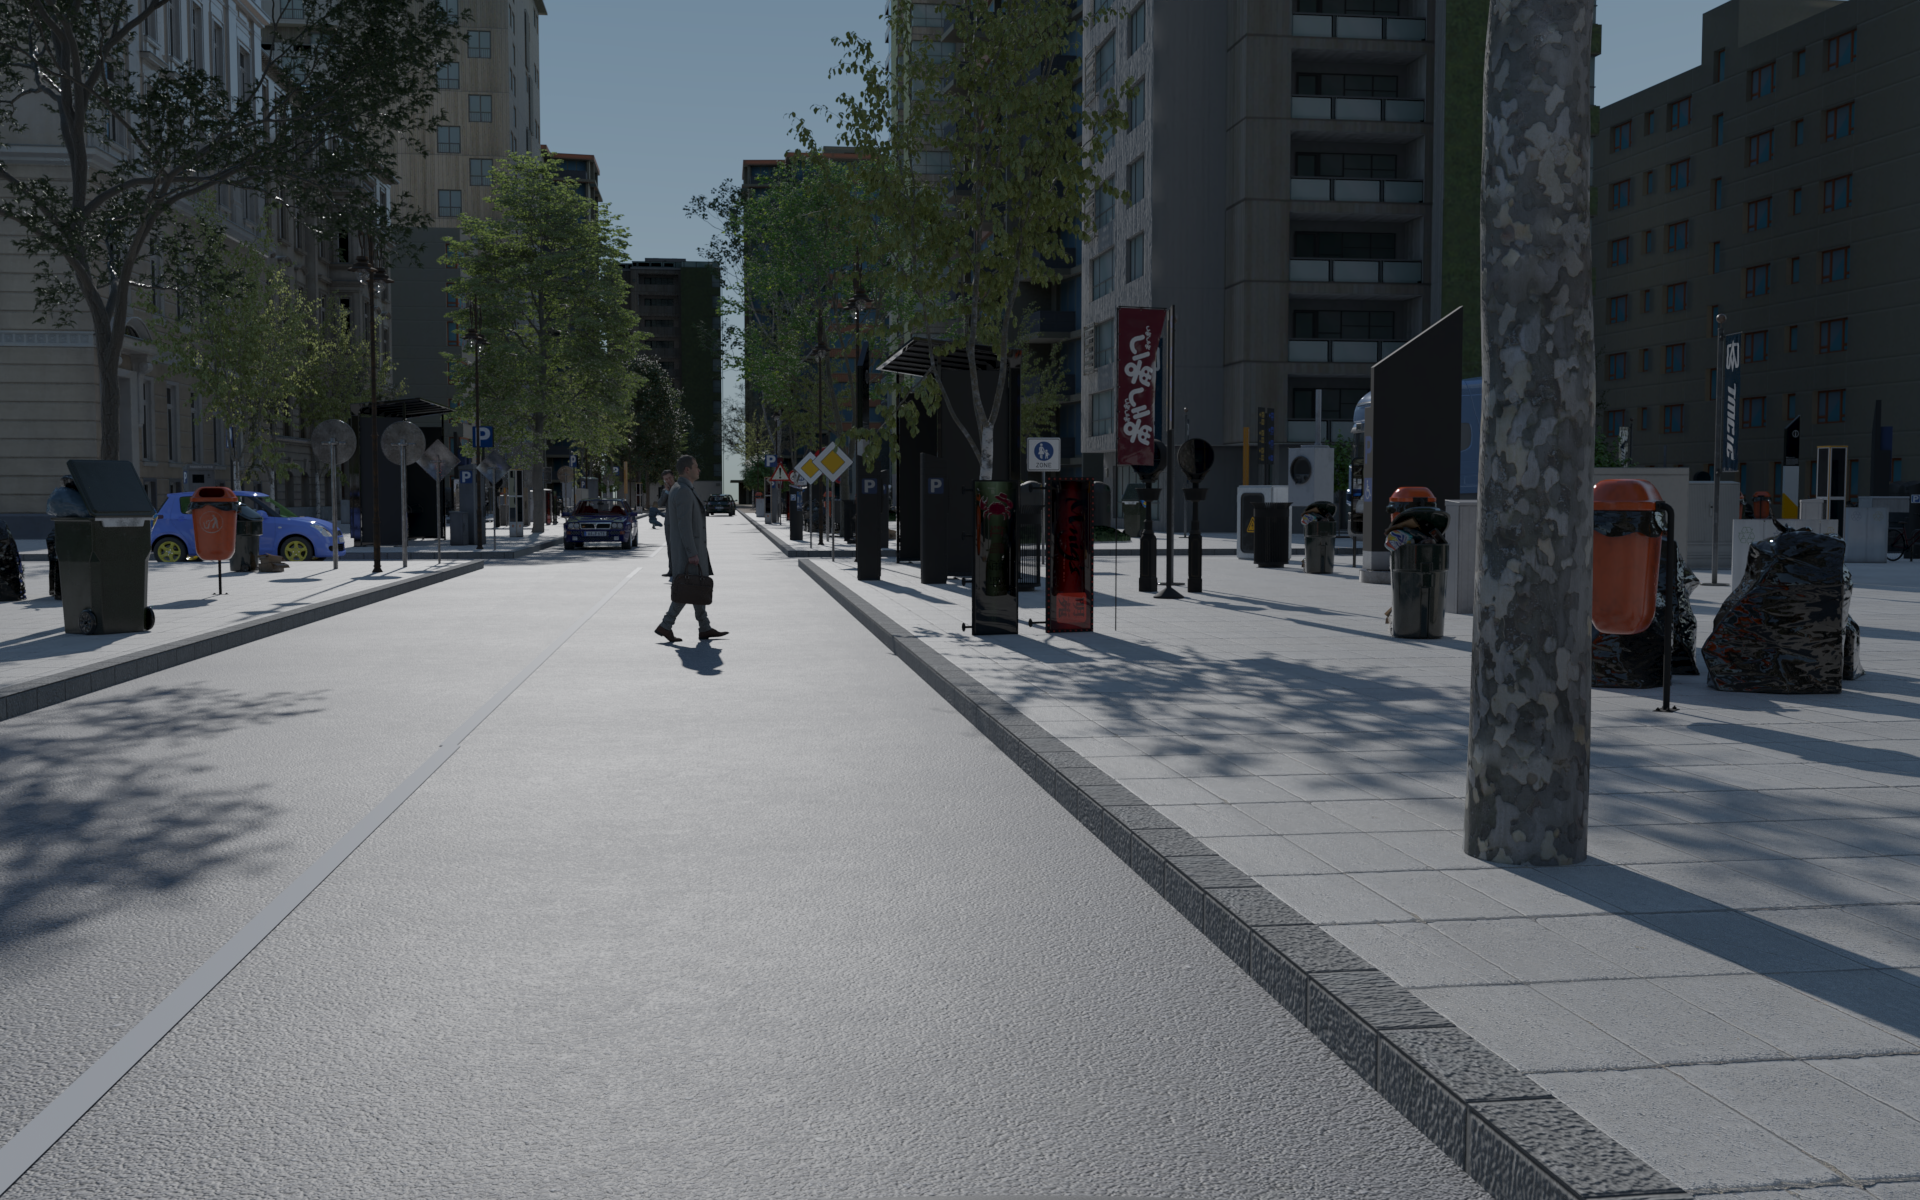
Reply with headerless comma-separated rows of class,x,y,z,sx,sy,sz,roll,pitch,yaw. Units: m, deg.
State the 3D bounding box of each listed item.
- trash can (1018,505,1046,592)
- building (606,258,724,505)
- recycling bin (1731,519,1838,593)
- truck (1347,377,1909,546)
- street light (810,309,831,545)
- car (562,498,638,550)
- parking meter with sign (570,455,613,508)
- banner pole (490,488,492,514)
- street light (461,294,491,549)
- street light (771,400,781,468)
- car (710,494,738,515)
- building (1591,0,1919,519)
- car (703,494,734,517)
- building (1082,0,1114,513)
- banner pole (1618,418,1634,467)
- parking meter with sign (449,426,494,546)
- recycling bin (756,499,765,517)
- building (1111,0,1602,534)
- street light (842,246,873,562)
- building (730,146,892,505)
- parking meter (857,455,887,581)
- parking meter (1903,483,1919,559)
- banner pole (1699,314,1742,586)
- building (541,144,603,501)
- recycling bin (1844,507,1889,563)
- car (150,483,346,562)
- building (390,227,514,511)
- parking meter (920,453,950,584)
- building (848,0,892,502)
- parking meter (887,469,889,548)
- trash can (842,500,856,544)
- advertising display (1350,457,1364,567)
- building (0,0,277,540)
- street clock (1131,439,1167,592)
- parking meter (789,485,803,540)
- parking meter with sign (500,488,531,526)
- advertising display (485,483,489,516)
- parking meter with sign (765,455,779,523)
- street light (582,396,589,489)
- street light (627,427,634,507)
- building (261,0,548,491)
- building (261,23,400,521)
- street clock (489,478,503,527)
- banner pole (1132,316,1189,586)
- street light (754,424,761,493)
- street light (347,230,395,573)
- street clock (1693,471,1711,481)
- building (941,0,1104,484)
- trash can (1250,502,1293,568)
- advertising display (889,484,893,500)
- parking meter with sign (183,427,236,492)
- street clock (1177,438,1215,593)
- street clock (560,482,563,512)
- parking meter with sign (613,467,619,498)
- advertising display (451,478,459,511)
trash can,0.767,-0.691,22.944,0.748,1.137,0.748,0,3,0
building,-36.536,-27.113,214.992,14.107,30.474,14.160,0,4,-8
recycling bin,8.201,-0.287,17.241,0.722,1.027,0.722,-2,4,-33
truck,17.703,-3.106,40.535,18.799,4.110,2.967,-1,4,-9
street light,-3.502,-4.322,43.457,0.468,5.910,1.993,0,4,-8
car,-9.482,-2.034,45.842,1.945,1.354,3.894,0,4,-7
parking meter with sign,-16.593,-4.980,77.682,0.543,3.016,1.738,3,5,44
banner pole,-29.899,-7.402,111.041,0.401,3.779,0.863,3,5,45
street light,-11.176,-4.119,40.131,0.468,5.910,1.993,0,4,-8
street light,-8.391,-6.508,79.199,0.468,5.910,1.993,0,4,-8
car,-16.217,-6.647,118.471,2.009,1.686,4.222,0,4,-8
building,44.257,-13.806,70.774,28.899,21.520,27.650,0,4,-8
car,-15.580,-6.248,111.949,2.009,1.686,4.222,-1,4,-8
building,2.639,-27.219,128.622,14.154,41.232,14.086,0,4,-8
banner pole,21.759,-4.072,56.587,0.863,3.779,0.401,-2,4,-31
parking meter with sign,-12.345,-2.901,43.697,0.543,3.016,1.738,0,4,8
recycling bin,-10.786,-5.082,95.649,0.722,1.027,0.722,-3,5,-42
building,12.435,-23.032,60.167,14.086,41.232,14.154,0,4,-8
street light,-1.915,-3.651,32.489,0.468,5.910,1.993,0,4,-8
building,-14.925,-34.641,220.997,28.867,44.769,22.147,0,4,-8
parking meter,-1.332,-1.226,25.762,0.399,1.863,0.255,0,4,-3
parking meter,18.945,-1.586,34.347,0.372,1.533,0.369,0,3,0
banner pole,10.579,-2.075,23.943,0.401,3.779,0.863,0,4,0
building,-59.152,-34.231,214.307,28.867,44.769,22.147,0,4,-8
recycling bin,16.929,-1.218,32.472,0.722,1.027,0.722,1,4,17
car,-14.337,-1.546,34.869,3.694,1.707,1.945,-1,4,-9
building,-48.117,-17.129,125.104,27.650,21.520,28.899,0,4,-8
parking meter,-0.355,-1.165,24.762,0.399,1.863,0.255,-1,4,-11
building,1.503,-52.117,164.783,22.319,86.520,31.000,0,4,-8
parking meter,-1.905,-2.163,41.078,0.399,1.863,0.255,-1,4,-17
trash can,-2.698,-2.023,44.723,0.748,1.137,0.748,0,3,0
advertising display,7.253,-1.516,29.999,0.974,1.923,0.123,2,4,34
building,-31.807,-16.576,56.918,13.634,28.700,20.117,0,4,-8
street clock,2.474,-1.110,22.719,0.471,2.002,0.358,2,4,33
parking meter,-4.539,-2.422,48.003,0.372,1.533,0.369,0,3,0
parking meter with sign,-17.867,-4.538,70.456,1.738,3.016,0.543,0,4,0
advertising display,-27.620,-5.825,100.451,0.123,1.923,0.974,1,4,14
parking meter with sign,-8.352,-4.959,77.333,0.543,3.016,1.738,0,4,-1
street light,-16.196,-6.254,75.042,0.468,5.910,1.993,0,4,-8
street light,-20.957,-8.392,109.989,0.468,5.910,1.993,0,4,-8
building,-53.373,-34.951,160.681,27.495,52.752,28.713,0,4,-8
building,-36.042,-16.216,84.224,14.460,24.649,34.723,0,4,-8
street clock,-17.855,-3.799,66.689,0.358,2.002,0.471,3,5,45
banner pole,2.795,-2.107,24.460,0.863,3.779,0.401,3,4,38
street light,-13.315,-8.644,114.123,0.468,5.910,1.993,0,4,-8
street light,-9.541,-3.388,28.186,0.468,5.910,1.993,0,4,-8
street clock,23.461,-3.073,54.809,0.471,2.002,0.358,0,4,0
building,10.665,-26.864,93.850,22.147,44.769,28.867,0,4,-8
trash can,5.445,-1.140,30.285,0.748,1.137,0.748,0,3,0
advertising display,-4.828,-6.676,114.368,0.974,1.923,0.123,3,5,43
parking meter with sign,-19.539,-2.947,44.440,1.738,3.016,0.543,-3,4,-39
street clock,3.067,-1.101,22.564,0.471,2.002,0.358,0,4,5
street clock,-24.198,-6.170,105.455,0.358,2.002,0.471,-1,4,-12
parking meter with sign,-22.522,-7.003,110.756,1.738,3.016,0.543,3,5,44
advertising display,-20.920,-4.082,71.946,0.123,1.923,0.974,0,4,2
